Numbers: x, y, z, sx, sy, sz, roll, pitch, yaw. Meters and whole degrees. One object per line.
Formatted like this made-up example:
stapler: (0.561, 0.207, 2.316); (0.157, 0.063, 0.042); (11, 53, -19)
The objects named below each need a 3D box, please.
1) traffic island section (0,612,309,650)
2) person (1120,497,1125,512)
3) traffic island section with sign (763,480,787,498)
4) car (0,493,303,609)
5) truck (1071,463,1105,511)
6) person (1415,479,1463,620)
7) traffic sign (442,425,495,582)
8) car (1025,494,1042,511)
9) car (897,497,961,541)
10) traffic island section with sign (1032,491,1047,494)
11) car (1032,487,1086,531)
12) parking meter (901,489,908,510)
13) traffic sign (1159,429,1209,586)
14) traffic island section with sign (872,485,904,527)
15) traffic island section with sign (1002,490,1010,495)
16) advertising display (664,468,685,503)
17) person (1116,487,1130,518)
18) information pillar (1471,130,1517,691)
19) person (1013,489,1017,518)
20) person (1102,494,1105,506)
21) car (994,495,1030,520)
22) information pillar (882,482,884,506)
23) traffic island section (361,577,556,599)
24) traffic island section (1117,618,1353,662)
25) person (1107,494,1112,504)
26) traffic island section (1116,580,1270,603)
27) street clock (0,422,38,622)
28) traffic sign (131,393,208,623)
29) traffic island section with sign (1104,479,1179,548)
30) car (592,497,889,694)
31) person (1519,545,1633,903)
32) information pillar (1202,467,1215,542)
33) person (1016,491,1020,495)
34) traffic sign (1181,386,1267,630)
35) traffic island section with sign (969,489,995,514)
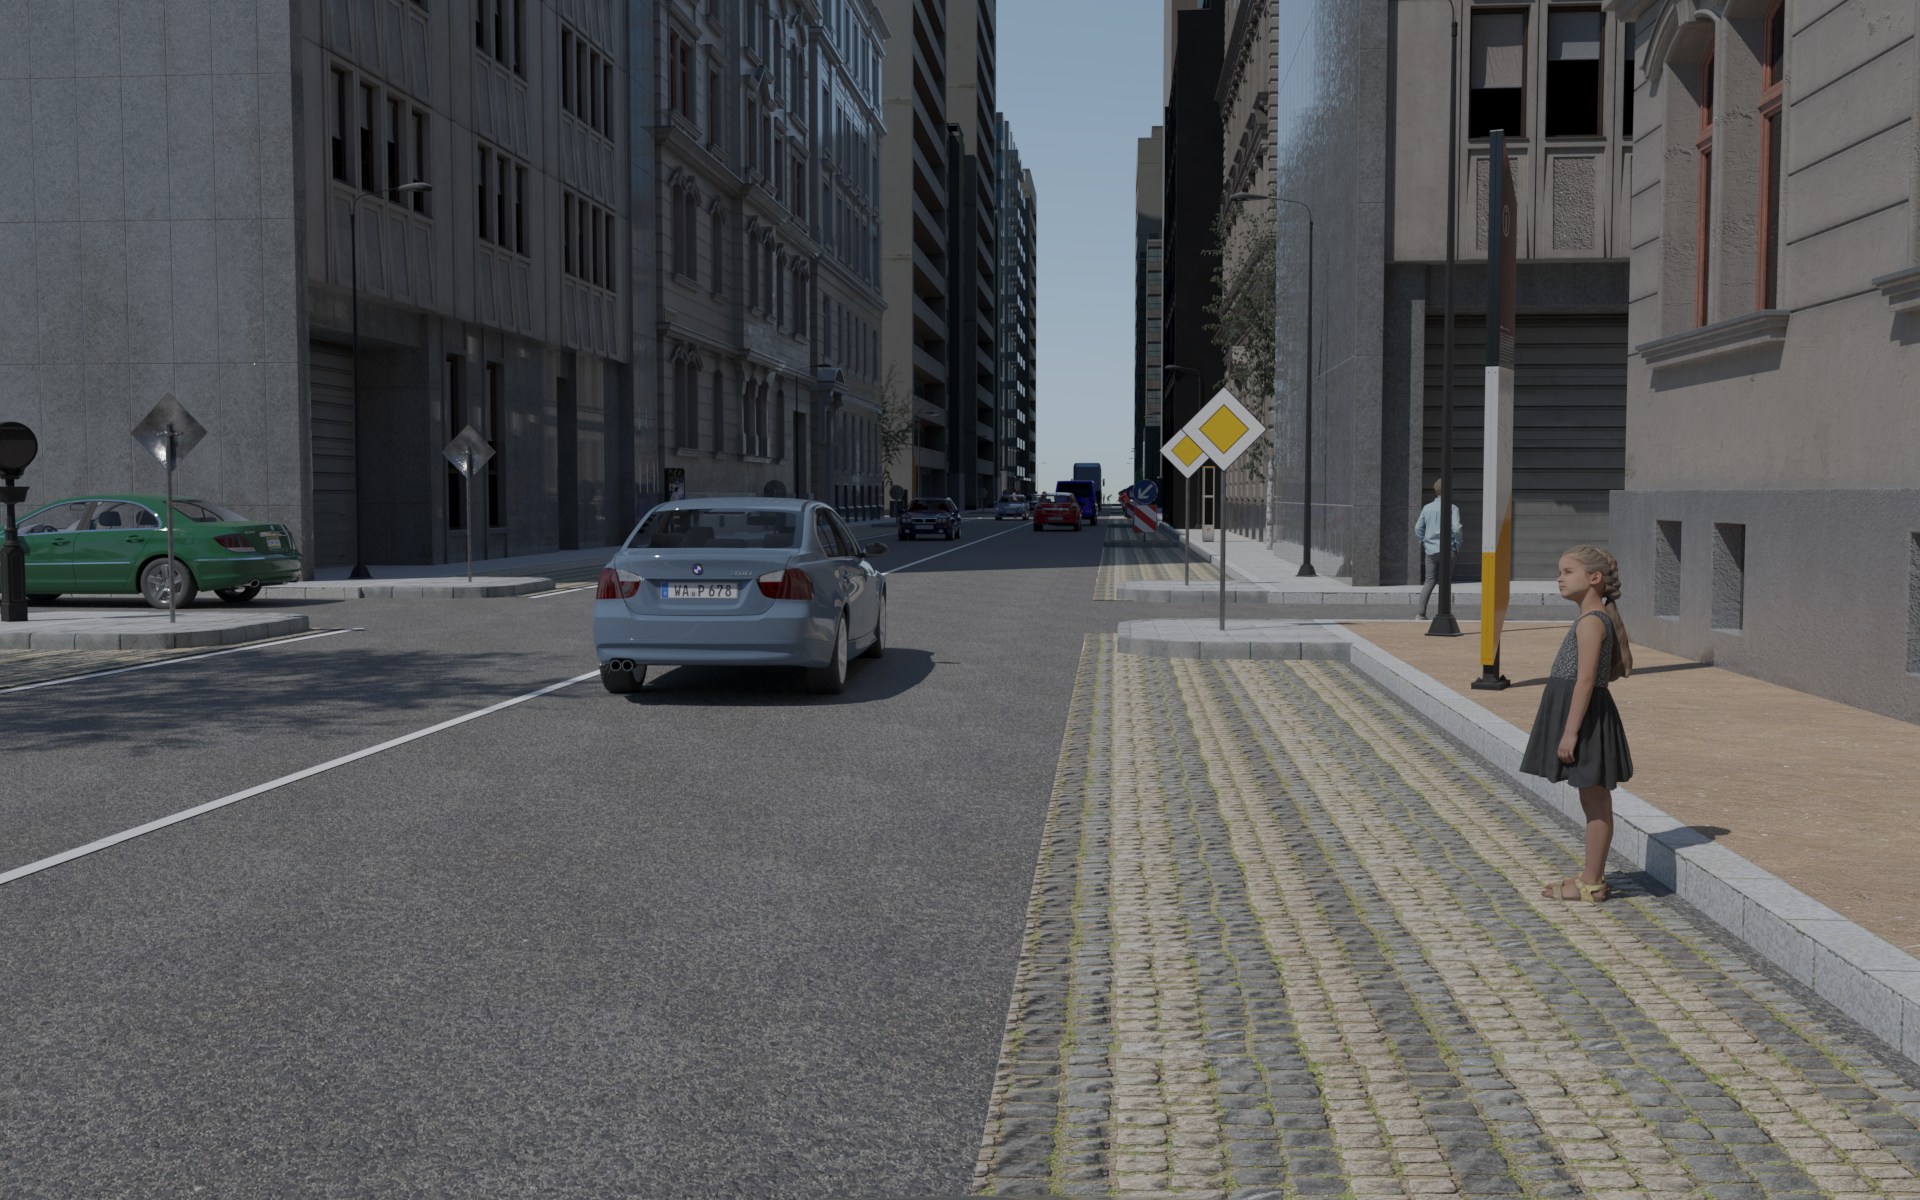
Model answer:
traffic island section: (-7.860, 0.308, 17.248); (2.009, 0.180, 2.903); (0, 4, 5)
person: (12.524, -7.579, 132.373); (0.705, 1.831, 1.348); (0, 4, -8)
traffic island section with sign: (-5.139, -2.393, 47.756); (1.989, 1.847, 2.006); (0, 4, 5)
car: (-11.121, -0.657, 22.542); (4.920, 1.459, 2.131); (0, 4, 7)
truck: (10.319, -9.374, 143.027); (2.967, 4.110, 18.799); (0, 4, 6)
person: (5.270, -0.530, 18.972); (0.330, 1.601, 0.589); (-2, 4, -34)
traffic sign: (-7.126, -1.315, 25.138); (0.795, 2.450, 0.064); (0, 4, 5)
car: (5.734, -7.525, 132.815); (2.009, 1.686, 4.222); (0, 4, 4)
car: (-0.943, -2.568, 54.570); (1.945, 1.354, 3.894); (0, 4, 5)
traffic island section with sign: (9.027, -12.111, 206.635); (1.989, 1.847, 2.006); (0, 4, 5)
car: (3.857, -3.609, 68.053); (2.155, 1.783, 4.494); (0, 4, 6)
parking meter: (-2.923, -5.052, 91.011); (0.372, 1.533, 0.369); (0, 3, 0)
traffic sign: (3.175, -1.257, 24.202); (0.795, 2.450, 0.064); (0, 4, 5)
traffic island section with sign: (-2.722, -4.051, 74.866); (1.989, 1.847, 2.006); (0, 4, 5)
traffic island section with sign: (4.096, -8.732, 151.400); (1.989, 1.847, 2.006); (0, 4, 5)
advertising display: (-7.019, -2.289, 42.640); (0.123, 1.923, 0.974); (1, 4, 15)
person: (10.046, -5.841, 103.936); (1.348, 1.831, 0.705); (0, 4, -4)
information pillar: (3.559, -1.228, 11.440); (0.183, 3.616, 0.504); (2, 4, 29)
person: (3.301, -5.658, 101.716); (0.721, 1.736, 1.217); (0, 4, 1)
person: (17.933, -12.536, 216.681); (0.599, 1.433, 0.991); (-1, 4, -18)
car: (2.891, -5.106, 95.481); (2.014, 1.417, 4.499); (0, 4, 5)
information pillar: (-4.368, -5.609, 96.200); (0.304, 2.012, 0.304); (-1, 4, -12)
traffic island section: (-7.150, -0.179, 25.202); (2.009, 0.180, 2.903); (0, 4, 5)
traffic island section: (2.490, 0.364, 16.324); (2.009, 0.180, 2.903); (0, 4, 5)
person: (21.850, -14.742, 252.720); (0.799, 1.438, 0.628); (-1, 4, -11)
traffic island section: (3.200, -0.122, 24.277); (2.009, 0.180, 2.903); (0, 4, 5)
street clock: (-9.532, -0.785, 17.401); (0.358, 2.002, 0.471); (3, 5, 39)
traffic sign: (-7.836, -0.828, 17.184); (0.795, 2.450, 0.064); (0, 4, 5)
traffic island section with sign: (4.901, -2.346, 46.987); (1.989, 1.847, 2.006); (0, 4, 5)
car: (-1.620, -0.106, 13.737); (2.014, 1.417, 4.499); (0, 4, 3)
person: (2.171, 0.433, 6.090); (0.373, 1.253, 0.362); (2, 4, 25)
information pillar: (6.636, -2.556, 46.279); (0.304, 2.012, 0.304); (0, 4, 3)
person: (5.195, -8.861, 154.063); (1.217, 1.739, 0.721); (-2, 4, -29)
traffic sign: (2.466, -0.771, 16.248); (0.795, 2.450, 0.064); (0, 4, 5)
traffic island section with sign: (1.708, -7.090, 124.550); (1.989, 1.847, 2.006); (0, 4, 5)
